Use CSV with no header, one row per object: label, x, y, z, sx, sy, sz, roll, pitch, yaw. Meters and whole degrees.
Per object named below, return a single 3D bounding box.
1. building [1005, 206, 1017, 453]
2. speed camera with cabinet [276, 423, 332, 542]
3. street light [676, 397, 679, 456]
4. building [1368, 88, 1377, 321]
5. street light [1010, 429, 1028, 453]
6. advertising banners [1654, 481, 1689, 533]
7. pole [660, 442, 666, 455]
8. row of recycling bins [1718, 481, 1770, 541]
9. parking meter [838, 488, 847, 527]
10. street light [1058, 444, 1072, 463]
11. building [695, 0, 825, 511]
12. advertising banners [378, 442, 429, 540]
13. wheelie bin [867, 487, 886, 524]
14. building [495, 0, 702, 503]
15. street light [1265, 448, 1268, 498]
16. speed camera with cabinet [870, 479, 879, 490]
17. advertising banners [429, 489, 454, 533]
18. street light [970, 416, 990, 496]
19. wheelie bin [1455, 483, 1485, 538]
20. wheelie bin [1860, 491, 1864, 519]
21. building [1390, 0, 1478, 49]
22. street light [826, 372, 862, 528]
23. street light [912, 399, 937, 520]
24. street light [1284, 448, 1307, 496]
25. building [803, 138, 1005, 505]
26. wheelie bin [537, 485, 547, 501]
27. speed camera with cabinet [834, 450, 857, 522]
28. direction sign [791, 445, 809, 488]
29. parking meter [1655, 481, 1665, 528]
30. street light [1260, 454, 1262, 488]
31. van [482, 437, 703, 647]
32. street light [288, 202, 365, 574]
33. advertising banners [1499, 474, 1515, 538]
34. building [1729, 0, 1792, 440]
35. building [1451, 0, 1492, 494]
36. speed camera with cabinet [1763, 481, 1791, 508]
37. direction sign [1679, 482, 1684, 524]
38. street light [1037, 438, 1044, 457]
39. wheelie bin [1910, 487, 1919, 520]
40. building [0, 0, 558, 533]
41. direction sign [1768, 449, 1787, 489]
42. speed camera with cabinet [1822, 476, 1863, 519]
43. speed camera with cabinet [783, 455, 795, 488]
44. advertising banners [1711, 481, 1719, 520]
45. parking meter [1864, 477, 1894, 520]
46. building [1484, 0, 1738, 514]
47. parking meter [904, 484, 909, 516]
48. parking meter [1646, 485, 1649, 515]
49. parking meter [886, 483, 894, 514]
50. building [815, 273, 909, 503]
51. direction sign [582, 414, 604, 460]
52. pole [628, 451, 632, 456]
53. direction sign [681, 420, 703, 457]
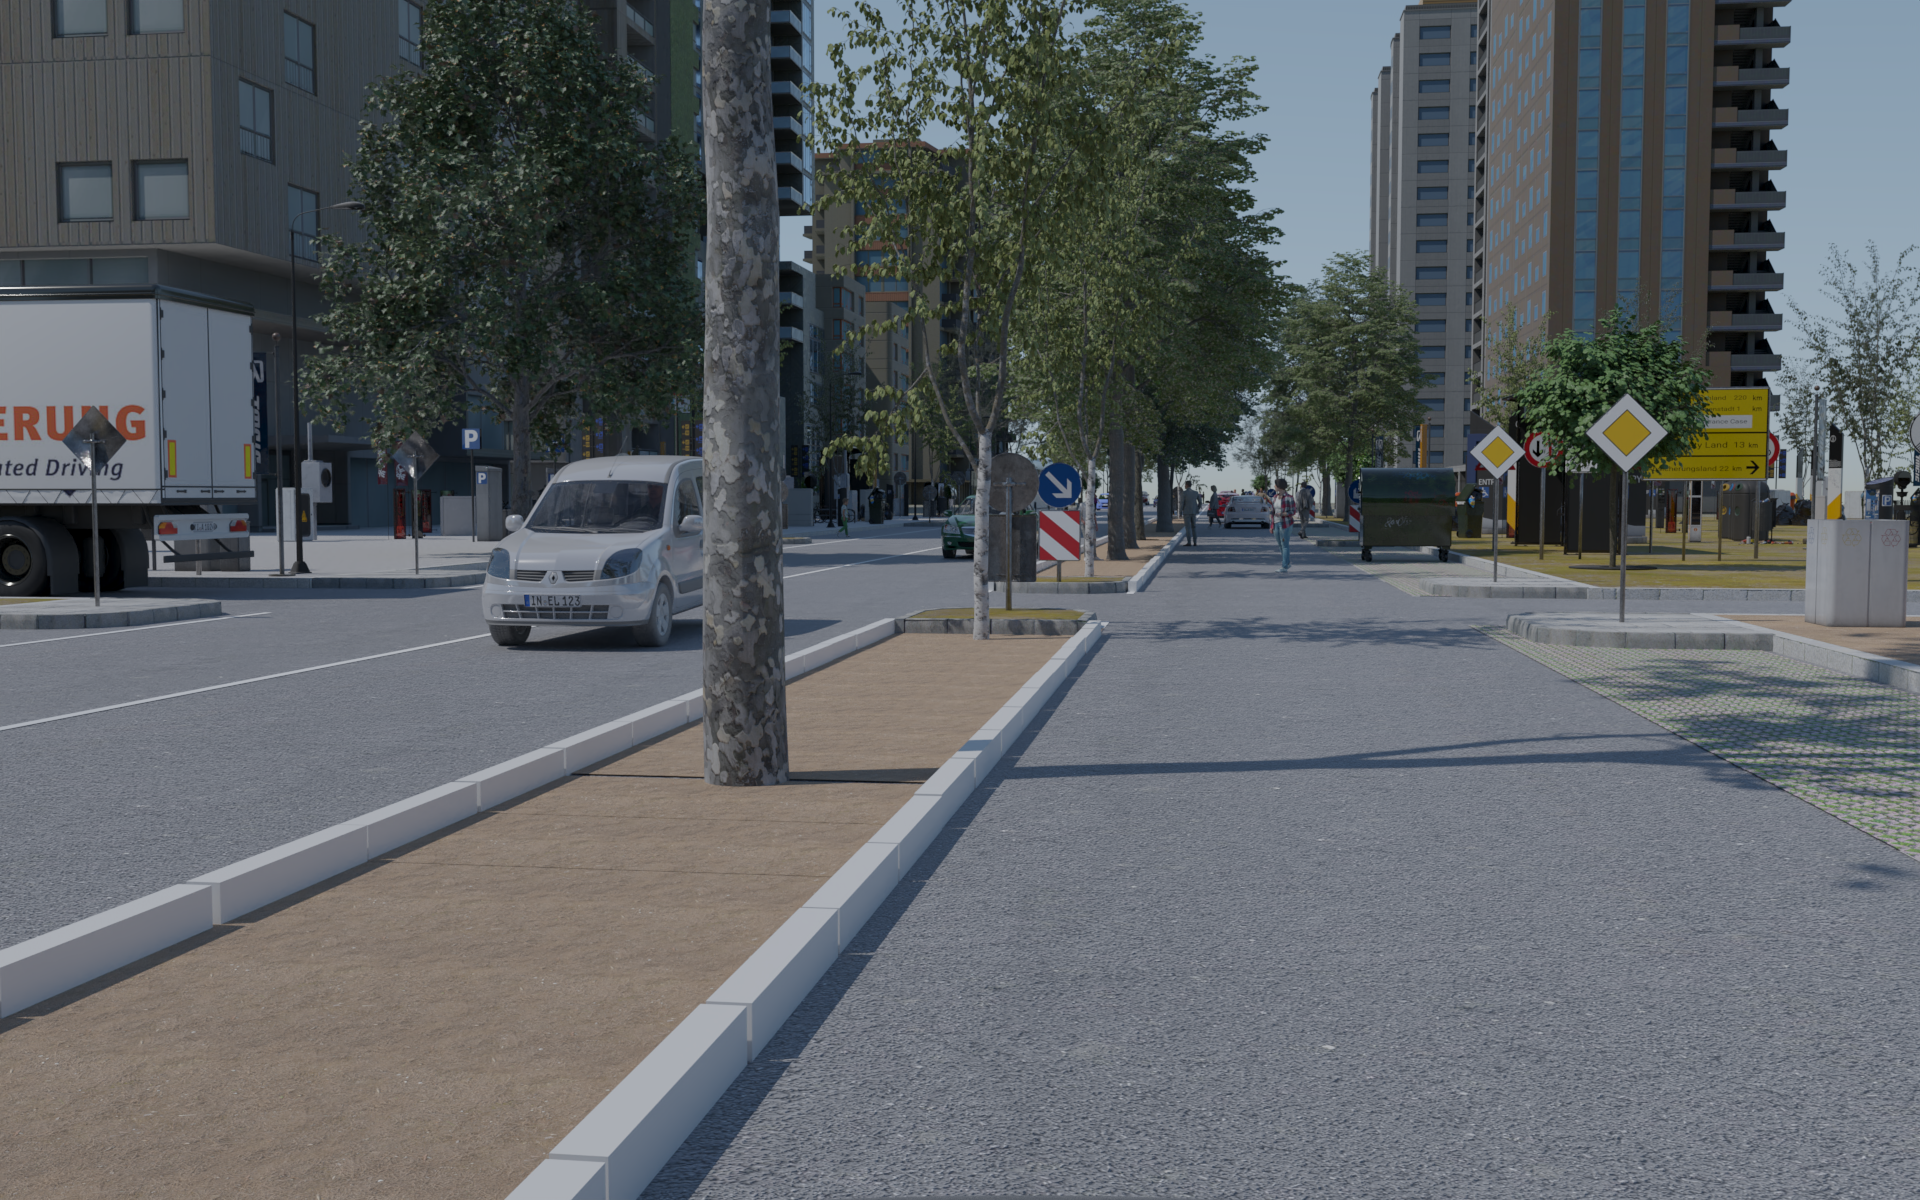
building,-3.663,-36.083,244.576,22.147,44.769,28.867,1,4,8
speed camera with cabinet,-17.923,-3.242,47.348,0.660,3.252,2.038,0,4,8
street light,-7.190,-4.568,47.222,1.470,5.913,1.316,1,4,8
building,67.061,-42.604,238.573,21.231,58.520,28.212,1,4,8
street light,4.092,-9.198,122.923,1.470,5.913,1.316,1,4,8
advertising banners,23.403,-3.711,56.870,2.074,3.025,0.090,-2,4,-27
pole,-11.545,-4.501,67.434,0.158,3.312,0.155,0,3,0
row of recycling bins,21.934,-2.525,48.396,1.069,1.692,3.534,1,4,16
parking meter,-4.656,-3.676,68.506,0.372,1.533,0.369,0,3,0
street light,9.711,-11.541,161.232,1.470,5.913,1.316,1,4,8
building,-21.963,-49.378,120.001,22.319,86.520,31.000,1,4,8
advertising banners,-15.926,-3.245,49.237,0.090,3.025,2.074,1,4,22
wheelie bin,-3.547,-4.053,74.181,0.693,1.594,0.980,1,4,11
building,-22.693,-25.004,92.403,14.154,41.232,14.086,1,4,8
street light,31.533,-12.381,174.967,1.470,5.913,1.316,1,4,8
speed camera with cabinet,-5.753,-6.617,102.528,2.038,3.252,0.660,2,4,35
advertising banners,-17.628,-3.721,57.020,2.074,3.025,0.090,0,4,-7
street light,1.183,-8.016,103.603,1.470,5.913,1.316,1,4,8
wheelie bin,14.899,-2.609,50.557,0.693,1.594,0.980,-1,4,-10
wheelie bin,42.084,-4.414,80.082,0.980,1.594,0.693,-1,4,-21
building,62.826,-40.886,210.492,21.231,58.520,28.212,1,4,8
street light,-4.409,-5.718,66.031,1.470,5.913,1.316,1,4,8
street light,-1.664,-6.869,84.845,1.470,5.913,1.316,1,4,8
street light,23.143,-8.920,118.388,1.470,5.913,1.316,1,4,8
building,-7.447,-34.335,216.008,22.147,44.769,28.867,1,4,8
wheelie bin,-13.835,-3.081,58.290,0.693,1.594,0.980,-2,4,-35
speed camera with cabinet,-5.229,-5.187,79.147,0.660,3.252,2.038,1,4,12
direction sign,-7.374,-5.375,79.879,0.876,3.537,0.379,1,4,16
parking meter,26.210,-3.615,64.816,0.255,1.863,0.399,1,4,12
street light,35.173,-13.877,199.421,1.470,5.913,1.316,1,4,8
van,-3.425,-0.649,17.624,2.013,2.044,4.112,0,4,7
street light,-10.143,-3.377,27.757,1.470,5.913,1.316,1,4,8
advertising banners,16.087,-3.316,50.402,2.074,3.025,0.090,-3,5,-40
building,44.994,-28.412,114.652,14.600,45.320,14.200,1,4,8
building,52.916,-43.220,144.899,20.563,71.187,20.611,1,4,8
speed camera with cabinet,35.363,-4.980,75.761,2.038,3.252,0.660,-1,4,-22
direction sign,31.105,-5.038,74.371,0.379,3.537,0.876,3,4,38
street light,6.867,-10.348,141.733,1.470,5.913,1.316,1,4,8
wheelie bin,44.930,-4.481,81.167,0.693,1.594,0.980,2,4,34
building,-33.228,-29.072,64.560,28.713,52.752,27.495,1,4,8
direction sign,40.962,-5.806,86.928,0.876,3.537,0.379,1,4,21
speed camera with cabinet,45.991,-5.851,90.003,2.038,3.252,0.660,3,4,37
speed camera with cabinet,-8.554,-5.647,86.658,0.660,3.252,2.038,-1,4,-8
advertising banners,38.049,-5.536,86.703,2.074,3.025,0.090,-3,5,-40
parking meter,13.483,-1.041,25.432,0.372,1.533,0.369,0,3,0
building,47.447,-29.266,128.617,14.600,45.320,14.200,1,4,8
parking meter,-3.118,-5.788,100.340,0.255,1.863,0.399,-1,4,-8
parking meter,38.316,-5.551,96.475,0.399,1.863,0.255,2,4,31
parking meter,-3.836,-5.477,95.266,0.399,1.863,0.255,0,4,8
building,-20.667,-18.795,152.330,27.650,21.520,28.899,1,4,8
direction sign,-10.413,-3.499,49.201,0.876,3.537,0.379,2,4,35
pole,-15.707,-5.417,82.412,0.158,3.312,0.155,0,3,0
direction sign,-8.209,-3.748,53.279,0.876,3.537,0.379,2,4,30
